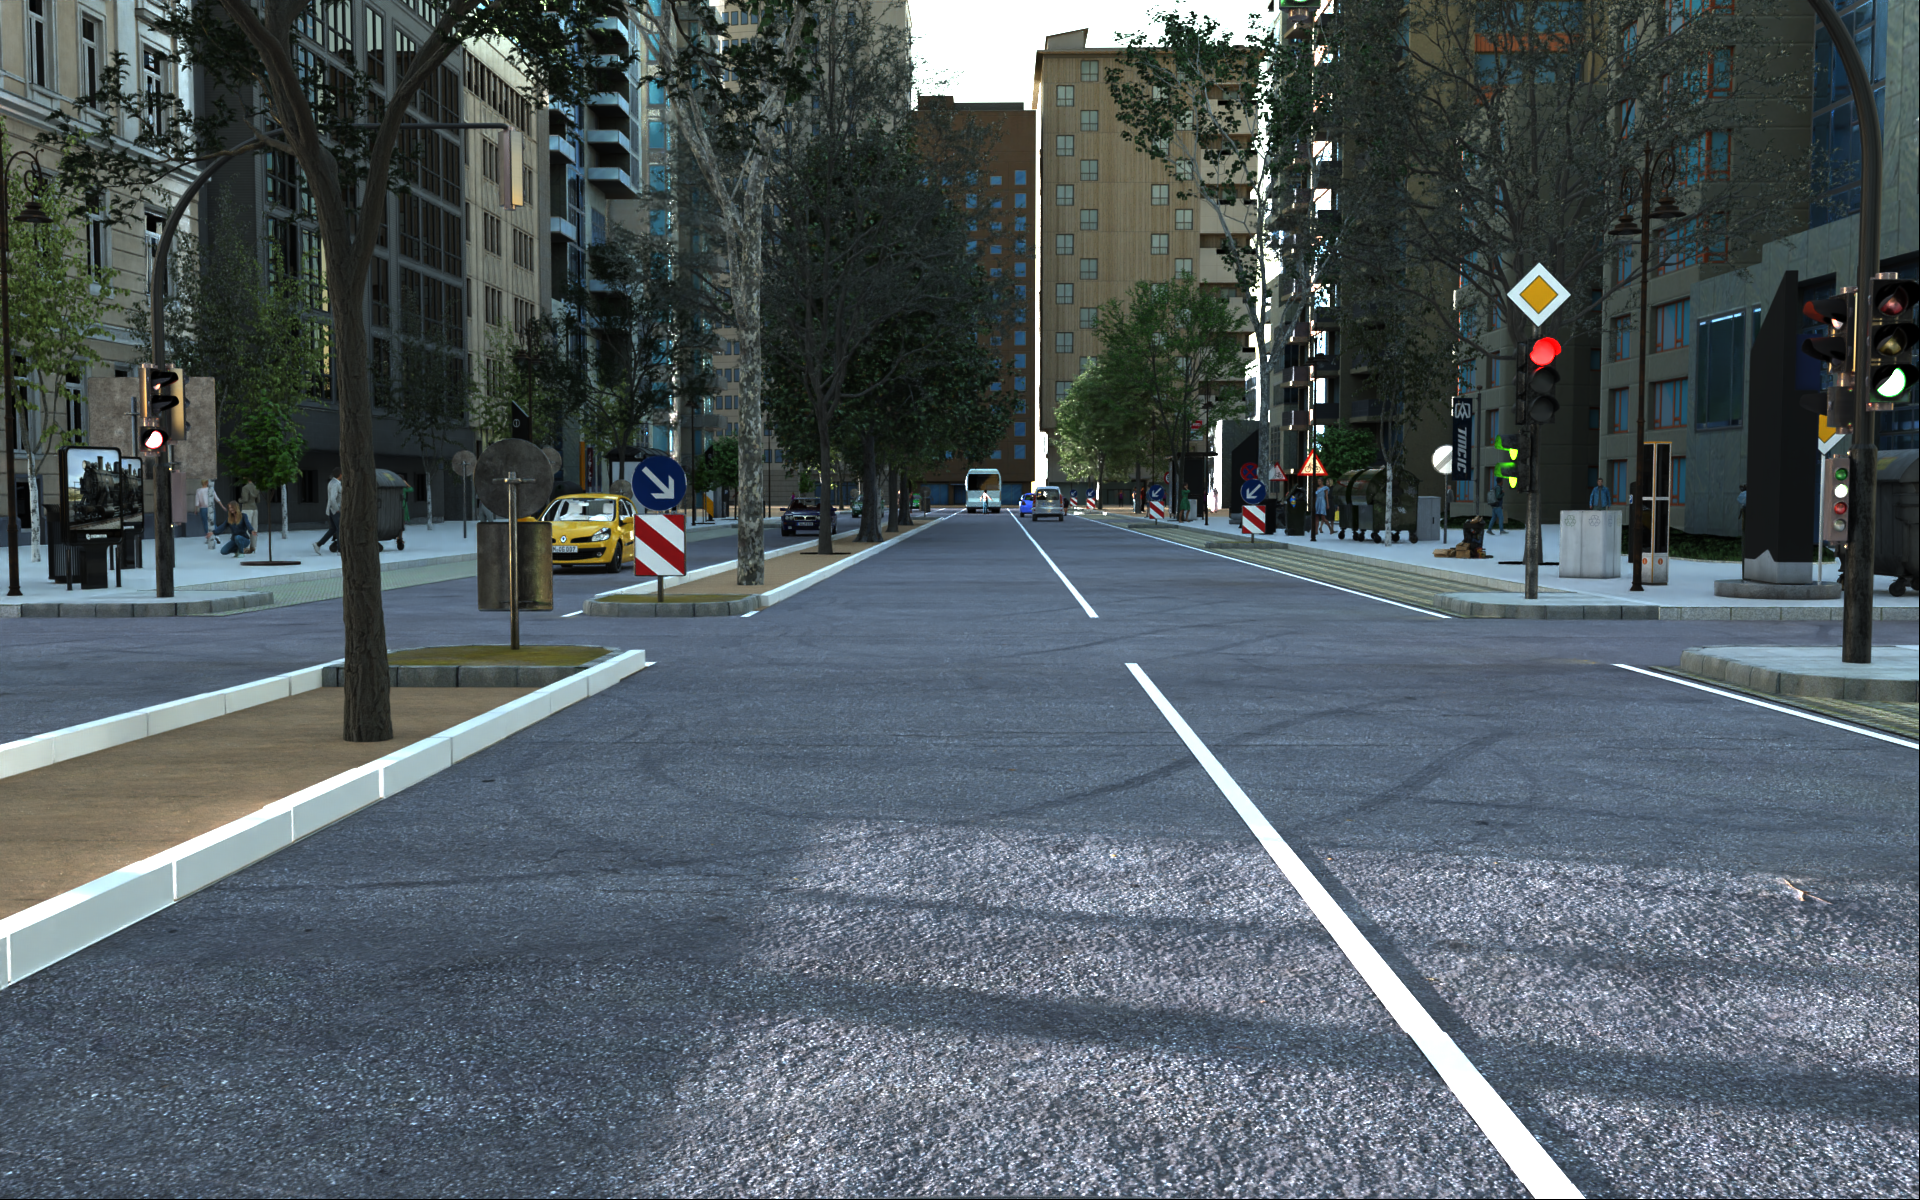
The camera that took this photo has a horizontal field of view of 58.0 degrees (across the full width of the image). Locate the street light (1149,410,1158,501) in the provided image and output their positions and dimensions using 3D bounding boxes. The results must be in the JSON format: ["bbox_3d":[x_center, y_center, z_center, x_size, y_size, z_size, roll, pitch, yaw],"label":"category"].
[{"bbox_3d":[10.645,-7.498,95.386,0.468,5.910,1.993,0,4,1],"label":"street light"}]

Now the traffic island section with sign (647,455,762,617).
[{"bbox_3d":[-3.533,-0.793,21.098,2.006,1.907,1.989,0,4,1],"label":"traffic island section with sign"}]

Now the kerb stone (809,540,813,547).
[{"bbox_3d":[-4.082,-1.460,46.071,0.120,0.150,1.000,0,4,1],"label":"kerb stone"}]

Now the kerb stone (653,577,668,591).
[{"bbox_3d":[-4.509,-0.203,25.578,0.120,0.150,1.000,0,4,1],"label":"kerb stone"}]

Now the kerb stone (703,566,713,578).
[{"bbox_3d":[-4.420,-0.456,29.682,0.120,0.150,1.000,0,4,1],"label":"kerb stone"}]

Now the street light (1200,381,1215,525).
[{"bbox_3d":[10.134,-6.009,71.030,0.468,5.910,1.993,0,4,1],"label":"street light"}]

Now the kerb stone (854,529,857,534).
[{"bbox_3d":[-3.787,-2.338,60.414,0.120,0.150,1.000,0,4,1],"label":"kerb stone"}]

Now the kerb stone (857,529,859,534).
[{"bbox_3d":[-3.763,-2.400,61.438,0.120,0.150,1.000,0,4,1],"label":"kerb stone"}]

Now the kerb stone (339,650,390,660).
[{"bbox_3d":[-4.748,0.517,13.749,0.120,0.150,1.000,0,4,1],"label":"kerb stone"}]

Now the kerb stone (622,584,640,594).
[{"bbox_3d":[-4.545,-0.079,23.528,0.120,0.150,1.000,0,4,1],"label":"kerb stone"}]

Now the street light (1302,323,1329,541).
[{"bbox_3d":[9.609,-4.533,46.906,0.468,5.910,1.993,0,4,1],"label":"street light"}]

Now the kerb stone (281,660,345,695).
[{"bbox_3d":[-4.768,0.582,12.728,0.120,0.150,1.000,0,4,1],"label":"kerb stone"}]

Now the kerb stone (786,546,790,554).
[{"bbox_3d":[-4.192,-1.144,40.947,0.120,0.150,1.000,0,4,1],"label":"kerb stone"}]

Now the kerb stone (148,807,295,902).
[{"bbox_3d":[-2.798,0.959,6.574,0.120,0.150,1.000,0,4,1],"label":"kerb stone"}]

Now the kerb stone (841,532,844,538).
[{"bbox_3d":[-3.890,-2.022,55.289,0.120,0.150,1.000,0,4,1],"label":"kerb stone"}]

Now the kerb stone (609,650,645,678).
[{"bbox_3d":[-2.662,0.516,13.763,0.120,0.150,1.000,0,4,1],"label":"kerb stone"}]

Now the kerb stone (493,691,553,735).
[{"bbox_3d":[-2.713,0.705,10.673,0.120,0.150,1.000,0,4,1],"label":"kerb stone"}]

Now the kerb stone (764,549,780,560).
[{"bbox_3d":[-4.233,-1.019,38.902,0.120,0.150,1.000,0,4,1],"label":"kerb stone"}]

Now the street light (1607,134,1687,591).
[{"bbox_3d":[8.975,-3.058,22.784,0.468,5.910,1.993,0,4,1],"label":"street light"}]

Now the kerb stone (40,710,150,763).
[{"bbox_3d":[-4.837,0.767,9.656,0.120,0.150,1.000,0,4,1],"label":"kerb stone"}]

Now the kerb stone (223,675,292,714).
[{"bbox_3d":[-4.799,0.649,11.705,0.120,0.150,1.000,0,4,1],"label":"kerb stone"}]

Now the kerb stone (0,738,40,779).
[{"bbox_3d":[-4.852,0.829,8.634,0.120,0.150,1.000,0,4,1],"label":"kerb stone"}]

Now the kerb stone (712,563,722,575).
[{"bbox_3d":[-4.398,-0.521,30.712,0.120,0.150,1.000,0,4,1],"label":"kerb stone"}]

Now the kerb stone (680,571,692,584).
[{"bbox_3d":[-4.462,-0.332,27.622,0.120,0.150,1.000,0,4,1],"label":"kerb stone"}]

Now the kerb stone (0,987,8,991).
[{"bbox_3d":[-2.835,1.080,4.530,0.120,0.150,1.000,0,4,1],"label":"kerb stone"}]

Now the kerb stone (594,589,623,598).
[{"bbox_3d":[-4.575,-0.019,22.503,0.120,0.150,1.000,0,4,1],"label":"kerb stone"}]

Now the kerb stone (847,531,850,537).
[{"bbox_3d":[-3.843,-2.149,57.335,0.120,0.150,1.000,0,4,1],"label":"kerb stone"}]

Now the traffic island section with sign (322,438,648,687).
[{"bbox_3d":[-3.696,-0.340,13.692,2.006,1.907,1.989,0,4,1],"label":"traffic island section with sign"}]

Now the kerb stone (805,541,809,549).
[{"bbox_3d":[-4.102,-1.391,45.050,0.120,0.150,1.000,0,4,1],"label":"kerb stone"}]

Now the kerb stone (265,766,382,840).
[{"bbox_3d":[-2.784,0.893,7.599,0.120,0.150,1.000,0,4,1],"label":"kerb stone"}]

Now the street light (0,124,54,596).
[{"bbox_3d":[-11.954,-2.993,21.725,0.468,5.910,1.993,0,4,1],"label":"street light"}]

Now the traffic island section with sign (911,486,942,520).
[{"bbox_3d":[-1.986,-5.387,96.221,2.006,1.907,1.989,0,4,1],"label":"traffic island section with sign"}]

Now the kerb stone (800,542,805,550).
[{"bbox_3d":[-4.121,-1.335,44.023,0.120,0.150,1.000,0,4,1],"label":"kerb stone"}]

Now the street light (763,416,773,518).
[{"bbox_3d":[-10.426,-7.456,94.688,0.468,5.910,1.993,0,4,1],"label":"street light"}]

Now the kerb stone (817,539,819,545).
[{"bbox_3d":[-4.051,-1.585,48.118,0.120,0.150,1.000,0,4,1],"label":"kerb stone"}]

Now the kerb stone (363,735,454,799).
[{"bbox_3d":[-2.751,0.830,8.621,0.120,0.150,1.000,0,4,1],"label":"kerb stone"}]

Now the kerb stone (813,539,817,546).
[{"bbox_3d":[-4.061,-1.520,47.094,0.120,0.150,1.000,0,4,1],"label":"kerb stone"}]

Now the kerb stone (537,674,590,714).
[{"bbox_3d":[-2.696,0.642,11.696,0.120,0.150,1.000,0,4,1],"label":"kerb stone"}]

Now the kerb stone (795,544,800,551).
[{"bbox_3d":[-4.147,-1.272,43.001,0.120,0.150,1.000,0,4,1],"label":"kerb stone"}]

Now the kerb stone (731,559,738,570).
[{"bbox_3d":[-4.359,-0.644,32.758,0.120,0.150,1.000,0,4,1],"label":"kerb stone"}]

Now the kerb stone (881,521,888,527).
[{"bbox_3d":[-3.400,-3.463,78.842,0.120,0.150,1.000,0,4,1],"label":"kerb stone"}]

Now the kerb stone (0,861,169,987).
[{"bbox_3d":[-2.819,1.018,5.552,0.120,0.150,1.000,0,4,1],"label":"kerb stone"}]

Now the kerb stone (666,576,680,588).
[{"bbox_3d":[-4.483,-0.269,26.600,0.120,0.150,1.000,0,4,1],"label":"kerb stone"}]

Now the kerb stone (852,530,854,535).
[{"bbox_3d":[-3.807,-2.274,59.387,0.120,0.150,1.000,0,4,1],"label":"kerb stone"}]

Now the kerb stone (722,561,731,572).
[{"bbox_3d":[-4.384,-0.579,31.737,0.120,0.150,1.000,0,4,1],"label":"kerb stone"}]

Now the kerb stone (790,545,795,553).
[{"bbox_3d":[-4.171,-1.210,41.979,0.120,0.150,1.000,0,4,1],"label":"kerb stone"}]

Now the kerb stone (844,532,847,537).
[{"bbox_3d":[-3.869,-2.087,56.313,0.120,0.150,1.000,0,4,1],"label":"kerb stone"}]

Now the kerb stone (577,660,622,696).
[{"bbox_3d":[-2.669,0.579,12.724,0.120,0.150,1.000,0,4,1],"label":"kerb stone"}]

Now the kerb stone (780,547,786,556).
[{"bbox_3d":[-4.200,-1.084,39.924,0.120,0.150,1.000,0,4,1],"label":"kerb stone"}]

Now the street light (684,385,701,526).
[{"bbox_3d":[-10.854,-5.969,70.380,0.468,5.910,1.993,0,4,1],"label":"street light"}]

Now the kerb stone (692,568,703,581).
[{"bbox_3d":[-4.437,-0.393,28.652,0.120,0.150,1.000,0,4,1],"label":"kerb stone"}]

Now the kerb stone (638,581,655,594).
[{"bbox_3d":[-4.525,-0.142,24.550,0.120,0.150,1.000,0,4,1],"label":"kerb stone"}]

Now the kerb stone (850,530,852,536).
[{"bbox_3d":[-3.822,-2.205,58.357,0.120,0.150,1.000,0,4,1],"label":"kerb stone"}]

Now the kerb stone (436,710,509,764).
[{"bbox_3d":[-2.729,0.767,9.651,0.120,0.150,1.000,0,4,1],"label":"kerb stone"}]

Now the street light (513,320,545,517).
[{"bbox_3d":[-11.424,-4.483,46.090,0.468,5.910,1.993,0,4,1],"label":"street light"}]

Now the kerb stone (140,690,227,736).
[{"bbox_3d":[-4.815,0.704,10.677,0.120,0.150,1.000,0,4,1],"label":"kerb stone"}]

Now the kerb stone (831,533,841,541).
[{"bbox_3d":[-3.915,-1.959,54.267,0.120,0.150,1.000,0,4,1],"label":"kerb stone"}]
